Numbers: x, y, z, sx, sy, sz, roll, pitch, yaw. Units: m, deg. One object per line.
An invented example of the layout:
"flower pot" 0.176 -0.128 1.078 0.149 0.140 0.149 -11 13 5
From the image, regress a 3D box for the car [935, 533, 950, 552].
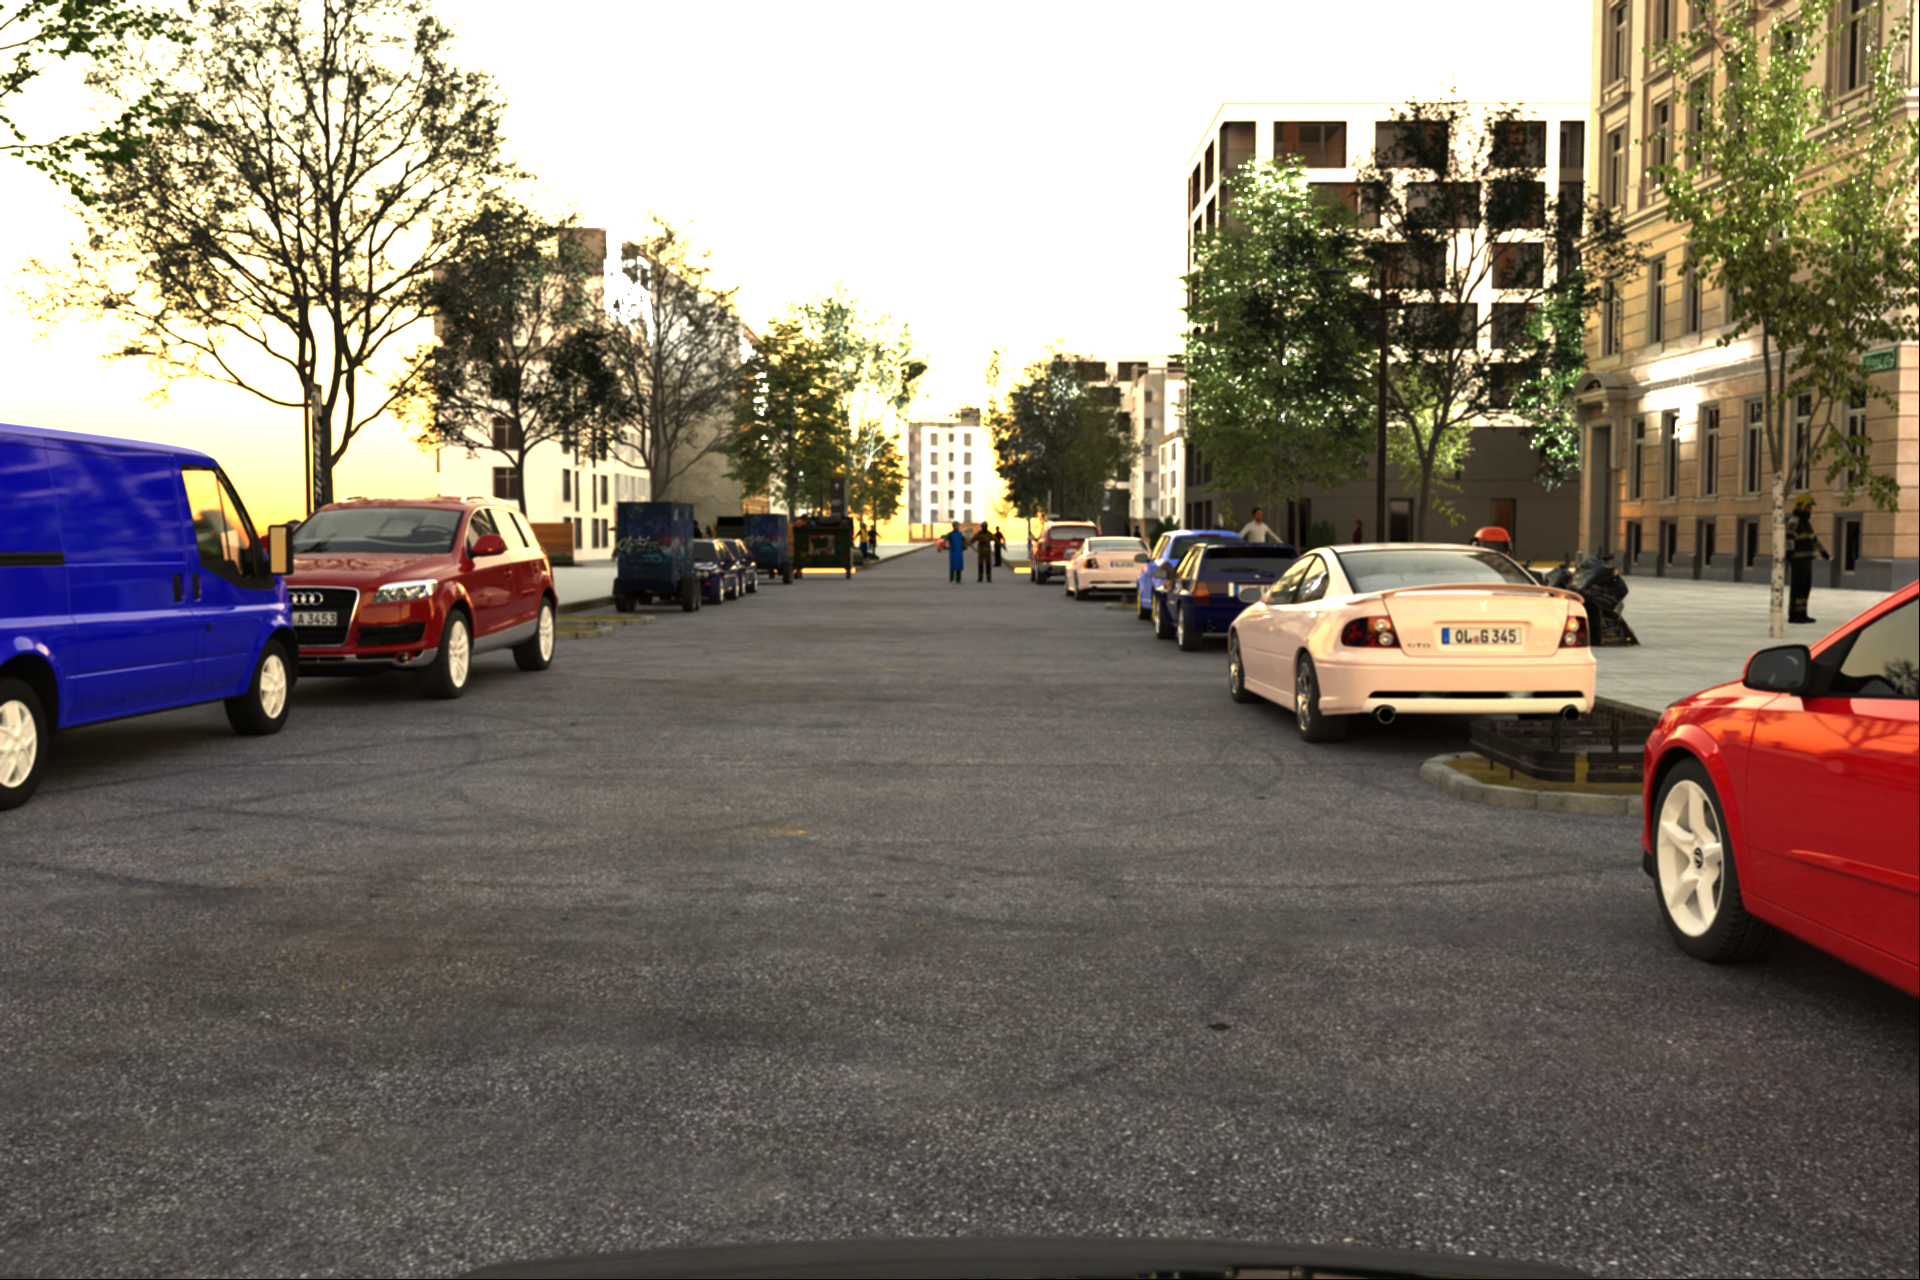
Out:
"car" -0.899 -7.970 139.352 2.155 1.783 4.494 0 4 0

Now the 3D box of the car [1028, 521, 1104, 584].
"car" 3.159 -2.578 50.818 2.281 1.827 5.304 0 4 0

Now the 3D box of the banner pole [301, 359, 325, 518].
"banner pole" -9.367 -2.148 25.131 0.401 3.779 0.863 0 4 1

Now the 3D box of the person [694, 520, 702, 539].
"person" -10.007 -3.611 65.218 0.705 1.806 1.347 1 4 20

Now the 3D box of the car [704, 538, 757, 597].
"car" -5.818 -1.734 40.938 1.945 1.354 3.894 0 4 0

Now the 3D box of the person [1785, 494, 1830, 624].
"person" 12.132 -1.171 24.919 1.351 1.858 0.704 -3 5 -43

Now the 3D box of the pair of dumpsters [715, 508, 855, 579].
"pair of dumpsters" -5.589 -3.085 55.385 4.436 2.255 1.574 0 4 0

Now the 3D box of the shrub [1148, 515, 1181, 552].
"shrub" 8.194 -3.934 68.357 1.661 2.075 1.752 0 3 0

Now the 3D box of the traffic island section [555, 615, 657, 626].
"traffic island section" -5.963 -0.306 27.875 1.991 0.108 1.994 0 4 1

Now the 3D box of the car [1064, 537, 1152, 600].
"car" 3.394 -1.614 38.750 2.083 1.381 4.827 0 4 -1

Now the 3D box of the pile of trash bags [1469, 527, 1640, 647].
"pile of trash bags" 6.856 -0.696 21.132 1.912 1.369 3.447 0 4 1

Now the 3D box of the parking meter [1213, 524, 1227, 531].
"parking meter" 6.841 -2.272 45.561 0.372 1.533 0.369 0 3 0

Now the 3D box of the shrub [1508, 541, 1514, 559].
"shrub" 23.244 -3.864 74.294 1.383 1.207 1.383 0 3 0

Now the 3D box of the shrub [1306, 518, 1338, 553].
"shrub" 17.004 -4.713 81.097 1.661 2.075 1.752 0 3 0

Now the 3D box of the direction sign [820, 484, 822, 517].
"direction sign" -6.261 -5.270 78.167 0.379 3.537 0.876 0 4 1

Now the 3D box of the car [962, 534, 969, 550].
"car" -0.192 -9.136 159.161 2.009 1.686 4.222 0 4 -1

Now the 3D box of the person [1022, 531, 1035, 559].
"person" 3.603 -4.949 90.188 0.599 1.433 0.991 3 5 44

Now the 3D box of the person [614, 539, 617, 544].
"person" -12.350 -3.617 65.279 1.346 1.812 0.704 -1 4 -9

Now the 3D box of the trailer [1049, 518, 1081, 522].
"trailer" 3.709 -3.374 62.211 1.471 1.999 3.904 0 4 -1

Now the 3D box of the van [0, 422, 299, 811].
"van" -5.828 -0.381 10.614 2.240 2.365 5.245 0 4 1

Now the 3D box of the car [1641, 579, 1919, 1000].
"car" 3.346 0.275 4.543 2.155 1.783 4.494 0 4 0

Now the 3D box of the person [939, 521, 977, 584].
"person" -0.100 -2.526 49.888 1.347 1.817 0.704 -3 4 -39

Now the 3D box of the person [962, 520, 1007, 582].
"person" 0.736 -2.673 51.926 1.354 1.858 0.705 0 4 5

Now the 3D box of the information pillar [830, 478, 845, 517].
"information pillar" -5.619 -5.523 79.685 0.750 3.857 0.750 0 4 1

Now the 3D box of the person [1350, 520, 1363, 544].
"person" 12.664 -2.976 55.462 0.721 1.729 1.215 2 4 24

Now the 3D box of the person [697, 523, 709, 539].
"person" -11.759 -4.377 77.428 1.347 1.847 0.705 -1 4 -13

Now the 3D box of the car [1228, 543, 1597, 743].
"car" 3.267 -0.056 13.278 2.083 1.381 4.827 0 4 -1

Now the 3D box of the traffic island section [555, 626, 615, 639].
"traffic island section" -5.973 -0.100 24.494 1.991 0.108 1.994 0 4 1

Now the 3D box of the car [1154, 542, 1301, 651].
"car" 3.545 -0.606 22.486 1.945 1.354 3.894 0 3 0

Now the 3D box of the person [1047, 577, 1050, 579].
"person" 2.674 -2.838 55.321 0.721 1.772 1.216 1 4 22

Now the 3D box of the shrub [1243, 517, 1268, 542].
"shrub" 14.188 -4.736 81.477 1.661 2.075 1.752 0 3 0

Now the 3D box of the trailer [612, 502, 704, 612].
"trailer" -5.590 -1.490 31.406 1.471 1.999 3.904 0 4 0

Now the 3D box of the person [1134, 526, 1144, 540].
"person" 9.745 -5.365 94.437 0.721 1.740 1.216 -1 4 -16

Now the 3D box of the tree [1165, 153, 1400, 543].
"tree" 9.766 -8.209 52.350 7.486 12.596 7.792 0 3 0

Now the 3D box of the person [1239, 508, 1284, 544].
"person" 6.045 -1.774 35.166 1.344 1.810 0.704 -1 4 -21

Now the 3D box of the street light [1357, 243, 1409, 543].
"street light" 6.761 -3.367 27.837 0.468 5.910 1.993 0 3 0

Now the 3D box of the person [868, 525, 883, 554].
"person" -5.173 -5.839 101.401 1.347 1.837 0.705 1 4 8

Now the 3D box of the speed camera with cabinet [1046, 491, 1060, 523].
"speed camera with cabinet" 4.239 -5.117 78.005 0.660 3.252 2.038 0 4 1

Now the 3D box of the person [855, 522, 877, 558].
"person" -4.313 -4.419 78.221 1.349 1.833 0.705 -3 5 -44

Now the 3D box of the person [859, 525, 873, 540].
"person" -5.437 -5.713 99.596 0.705 1.806 1.347 -3 4 -37

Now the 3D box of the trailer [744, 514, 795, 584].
"trailer" -5.582 -2.585 49.316 1.471 1.999 3.904 0 4 0

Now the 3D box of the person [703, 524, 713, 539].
"person" -14.994 -5.949 103.047 0.705 1.856 1.354 1 4 12

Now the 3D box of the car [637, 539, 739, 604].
"car" -5.703 -1.462 36.485 1.945 1.354 3.894 0 3 0

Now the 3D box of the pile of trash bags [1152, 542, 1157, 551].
"pile of trash bags" 7.385 -2.964 58.206 1.912 1.369 3.447 0 4 0

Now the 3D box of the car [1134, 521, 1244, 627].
"car" 3.822 -1.125 27.989 1.945 1.707 3.694 0 4 0

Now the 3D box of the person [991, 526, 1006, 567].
"person" 1.637 -4.133 76.249 0.704 1.802 1.346 3 4 39

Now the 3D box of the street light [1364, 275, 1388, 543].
"street light" 7.997 -3.541 30.433 1.470 5.913 1.316 0 3 0

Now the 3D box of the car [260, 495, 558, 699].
"car" -5.359 -0.494 16.744 2.281 1.827 5.304 0 4 0
